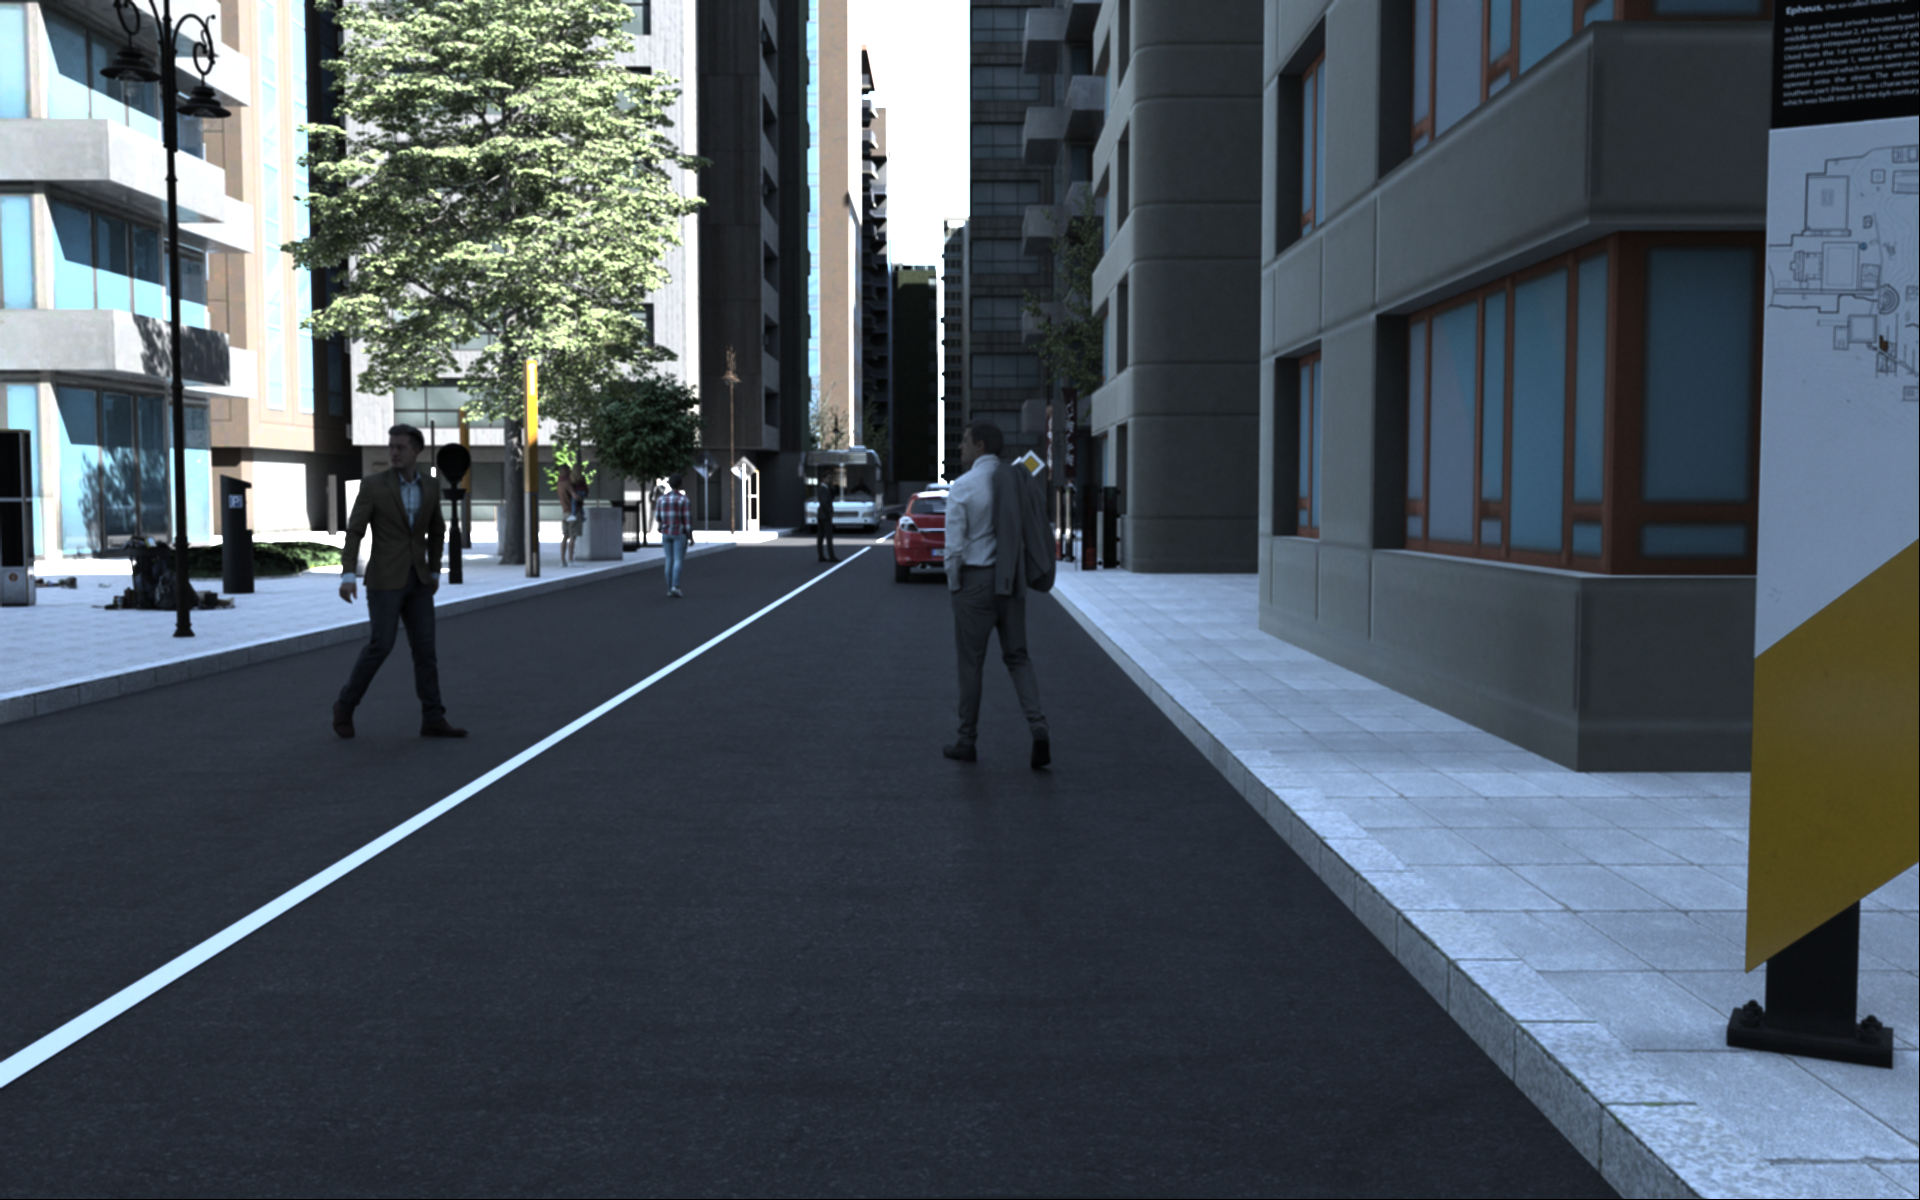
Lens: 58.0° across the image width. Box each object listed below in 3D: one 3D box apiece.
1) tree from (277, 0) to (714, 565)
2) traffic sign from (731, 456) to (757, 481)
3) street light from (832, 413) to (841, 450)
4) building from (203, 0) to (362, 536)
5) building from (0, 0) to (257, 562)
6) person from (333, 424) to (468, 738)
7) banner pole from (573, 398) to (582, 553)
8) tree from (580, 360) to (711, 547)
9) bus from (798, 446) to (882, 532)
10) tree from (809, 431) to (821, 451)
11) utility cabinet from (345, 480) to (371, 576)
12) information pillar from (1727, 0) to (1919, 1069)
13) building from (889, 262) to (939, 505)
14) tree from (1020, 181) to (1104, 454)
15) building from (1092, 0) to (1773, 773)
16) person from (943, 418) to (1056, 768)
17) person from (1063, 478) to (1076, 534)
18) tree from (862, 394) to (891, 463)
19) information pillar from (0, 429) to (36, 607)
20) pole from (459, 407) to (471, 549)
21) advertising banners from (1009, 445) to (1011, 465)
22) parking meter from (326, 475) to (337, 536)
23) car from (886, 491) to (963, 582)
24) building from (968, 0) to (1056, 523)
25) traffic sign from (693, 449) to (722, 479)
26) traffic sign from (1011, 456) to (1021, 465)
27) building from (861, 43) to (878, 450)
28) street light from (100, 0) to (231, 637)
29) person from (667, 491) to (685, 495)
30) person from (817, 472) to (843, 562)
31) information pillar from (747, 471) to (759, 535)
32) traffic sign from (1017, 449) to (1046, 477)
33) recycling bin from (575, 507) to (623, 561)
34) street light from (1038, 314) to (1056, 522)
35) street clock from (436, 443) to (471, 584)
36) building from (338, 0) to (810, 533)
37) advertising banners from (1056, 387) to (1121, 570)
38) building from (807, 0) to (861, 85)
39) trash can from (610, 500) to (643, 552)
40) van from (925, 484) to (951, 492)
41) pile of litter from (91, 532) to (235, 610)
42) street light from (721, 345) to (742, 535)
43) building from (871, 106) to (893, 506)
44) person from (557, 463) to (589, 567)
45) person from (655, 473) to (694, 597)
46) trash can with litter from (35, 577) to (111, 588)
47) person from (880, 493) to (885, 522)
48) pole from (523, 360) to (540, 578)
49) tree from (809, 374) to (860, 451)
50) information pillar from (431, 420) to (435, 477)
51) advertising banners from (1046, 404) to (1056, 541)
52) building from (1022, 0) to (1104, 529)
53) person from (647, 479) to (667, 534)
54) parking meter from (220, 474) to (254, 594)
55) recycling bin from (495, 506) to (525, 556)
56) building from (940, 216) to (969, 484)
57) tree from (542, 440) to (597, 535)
[{"bbox_3d":[-8.346,-6.944,31.656,7.486,12.596,7.792,0,3,0],"label":"tree"},{"bbox_3d":[-6.646,-3.118,53.165,0.795,2.593,0.064,0,3,0],"label":"traffic sign"},{"bbox_3d":[-7.066,-7.726,99.109,0.468,5.910,1.993,0,3,0],"label":"street light"},{"bbox_3d":[-28.562,-24.943,57.931,14.200,45.320,14.600,0,3,0],"label":"building"},{"bbox_3d":[-30.895,-25.170,31.136,30.456,49.044,23.786,0,3,0],"label":"building"},{"bbox_3d":[-3.333,-0.107,10.165,0.836,1.842,0.656,1,4,10],"label":"person"},{"bbox_3d":[-8.272,-2.916,37.689,0.401,3.779,0.863,0,4,-8],"label":"banner pole"},{"bbox_3d":[-7.660,-3.584,42.309,4.285,4.588,4.351,0,3,0],"label":"tree"},{"bbox_3d":[-4.440,-4.439,67.432,2.948,3.499,13.247,0,4,-1],"label":"bus"},{"bbox_3d":[-7.685,-5.700,76.908,4.285,4.588,4.351,0,3,0],"label":"tree"},{"bbox_3d":[-9.400,-1.135,27.236,0.318,1.500,1.173,-1,4,-10],"label":"utility cabinet"},{"bbox_3d":[2.046,-0.766,3.874,0.504,3.616,0.183,2,4,28],"label":"information pillar"},{"bbox_3d":[-9.654,-27.321,218.399,14.107,30.474,14.160,0,3,0],"label":"building"},{"bbox_3d":[3.507,-5.524,40.673,4.737,8.622,4.395,0,3,0],"label":"tree"},{"bbox_3d":[16.638,-10.809,21.770,27.650,21.520,28.899,0,3,0],"label":"building"},{"bbox_3d":[0.212,-0.035,9.169,0.679,1.850,0.850,-2,4,-33],"label":"person"},{"bbox_3d":[3.436,-2.994,55.181,0.592,1.802,0.473,-2,4,-26],"label":"person"},{"bbox_3d":[-7.083,-10.697,125.259,4.737,8.622,4.395,0,3,0],"label":"tree"},{"bbox_3d":[-10.792,-0.935,19.787,0.304,2.012,0.304,-1,4,-12],"label":"information pillar"},{"bbox_3d":[-11.599,-2.860,40.608,0.158,3.312,0.155,0,3,0],"label":"pole"},{"bbox_3d":[1.730,-4.015,61.836,0.090,3.025,2.074,0,4,6],"label":"advertising banners"},{"bbox_3d":[-19.272,-2.901,53.136,0.255,1.863,0.399,-2,4,-26],"label":"parking meter"},{"bbox_3d":[-0.205,-1.260,29.647,2.155,1.783,4.494,0,4,-1],"label":"car"},{"bbox_3d":[7.430,-24.421,82.873,14.154,41.232,14.086,0,3,0],"label":"building"},{"bbox_3d":[-6.630,-2.629,45.180,0.795,2.593,0.064,0,3,0],"label":"traffic sign"},{"bbox_3d":[1.849,-3.118,53.161,0.795,2.593,0.064,0,3,0],"label":"traffic sign"},{"bbox_3d":[-19.317,-31.307,166.496,22.147,44.769,28.867,0,3,0],"label":"building"},{"bbox_3d":[-6.994,-2.608,15.430,0.468,5.910,1.993,0,3,0],"label":"street light"},{"bbox_3d":[-7.857,-2.409,48.009,0.709,1.813,0.853,0,4,8],"label":"person"},{"bbox_3d":[-2.788,-1.760,36.638,0.474,1.900,0.648,-1,4,-23],"label":"person"},{"bbox_3d":[-6.551,-3.075,54.762,0.304,2.012,0.304,-1,4,-19],"label":"information pillar"},{"bbox_3d":[1.864,-2.629,45.176,0.795,2.593,0.064,0,3,0],"label":"traffic sign"},{"bbox_3d":[-7.021,-1.289,33.630,0.722,1.027,0.722,-3,4,-36],"label":"recycling bin"},{"bbox_3d":[2.272,-4.387,44.516,0.468,5.910,1.993,0,3,0],"label":"street light"},{"bbox_3d":[-7.221,-1.234,24.742,0.471,2.002,0.358,-1,4,-17],"label":"street clock"},{"bbox_3d":[-13.022,-17.792,62.607,14.160,30.474,14.107,0,3,0],"label":"building"},{"bbox_3d":[2.205,-2.021,29.228,0.090,3.025,2.074,2,4,32],"label":"advertising banners"},{"bbox_3d":[-13.816,-28.413,114.659,14.600,45.320,14.200,0,3,0],"label":"building"},{"bbox_3d":[-7.444,-1.649,38.618,0.748,1.137,0.748,0,3,0],"label":"trash can"},{"bbox_3d":[-0.703,-3.974,71.980,2.013,2.044,4.112,0,4,2],"label":"van"},{"bbox_3d":[-8.987,-0.342,19.558,1.719,0.858,1.176,2,4,32],"label":"pile of litter"},{"bbox_3d":[-7.100,-4.961,53.901,0.468,5.910,1.993,0,3,0],"label":"street light"},{"bbox_3d":[-15.055,-33.425,196.609,14.200,45.320,14.600,0,3,0],"label":"building"},{"bbox_3d":[-6.835,-1.498,30.510,0.580,1.828,0.573,0,4,1],"label":"person"},{"bbox_3d":[-4.004,-0.910,24.221,0.563,1.720,0.643,1,4,23],"label":"person"},{"bbox_3d":[-12.841,-0.772,23.682,2.233,1.210,1.678,0,4,4],"label":"trash can with litter"},{"bbox_3d":[-4.198,-4.927,89.149,0.616,1.811,0.778,-2,4,-30],"label":"person"},{"bbox_3d":[-6.581,-2.002,26.577,0.158,3.312,0.155,0,3,0],"label":"pole"},{"bbox_3d":[-8.322,-9.513,105.898,4.360,8.622,3.978,0,3,0],"label":"tree"},{"bbox_3d":[-16.695,-3.888,54.927,0.183,3.616,0.504,-1,4,-16],"label":"information pillar"},{"bbox_3d":[1.916,-2.272,33.342,0.090,3.025,2.074,-1,4,-11],"label":"advertising banners"},{"bbox_3d":[17.651,-27.320,66.290,30.456,49.044,23.786,0,3,0],"label":"building"},{"bbox_3d":[-9.744,-3.072,55.637,0.648,1.900,0.474,1,4,9],"label":"person"},{"bbox_3d":[-9.352,-0.856,22.412,0.372,1.533,0.369,0,3,0],"label":"parking meter"},{"bbox_3d":[-9.408,-1.466,36.523,0.722,1.027,0.722,-1,4,-18],"label":"recycling bin"},{"bbox_3d":[9.378,-32.751,227.367,23.993,40.220,32.217,0,3,0],"label":"building"},{"bbox_3d":[-12.508,-3.661,54.451,1.663,3.219,1.824,0,3,0],"label":"tree"}]
